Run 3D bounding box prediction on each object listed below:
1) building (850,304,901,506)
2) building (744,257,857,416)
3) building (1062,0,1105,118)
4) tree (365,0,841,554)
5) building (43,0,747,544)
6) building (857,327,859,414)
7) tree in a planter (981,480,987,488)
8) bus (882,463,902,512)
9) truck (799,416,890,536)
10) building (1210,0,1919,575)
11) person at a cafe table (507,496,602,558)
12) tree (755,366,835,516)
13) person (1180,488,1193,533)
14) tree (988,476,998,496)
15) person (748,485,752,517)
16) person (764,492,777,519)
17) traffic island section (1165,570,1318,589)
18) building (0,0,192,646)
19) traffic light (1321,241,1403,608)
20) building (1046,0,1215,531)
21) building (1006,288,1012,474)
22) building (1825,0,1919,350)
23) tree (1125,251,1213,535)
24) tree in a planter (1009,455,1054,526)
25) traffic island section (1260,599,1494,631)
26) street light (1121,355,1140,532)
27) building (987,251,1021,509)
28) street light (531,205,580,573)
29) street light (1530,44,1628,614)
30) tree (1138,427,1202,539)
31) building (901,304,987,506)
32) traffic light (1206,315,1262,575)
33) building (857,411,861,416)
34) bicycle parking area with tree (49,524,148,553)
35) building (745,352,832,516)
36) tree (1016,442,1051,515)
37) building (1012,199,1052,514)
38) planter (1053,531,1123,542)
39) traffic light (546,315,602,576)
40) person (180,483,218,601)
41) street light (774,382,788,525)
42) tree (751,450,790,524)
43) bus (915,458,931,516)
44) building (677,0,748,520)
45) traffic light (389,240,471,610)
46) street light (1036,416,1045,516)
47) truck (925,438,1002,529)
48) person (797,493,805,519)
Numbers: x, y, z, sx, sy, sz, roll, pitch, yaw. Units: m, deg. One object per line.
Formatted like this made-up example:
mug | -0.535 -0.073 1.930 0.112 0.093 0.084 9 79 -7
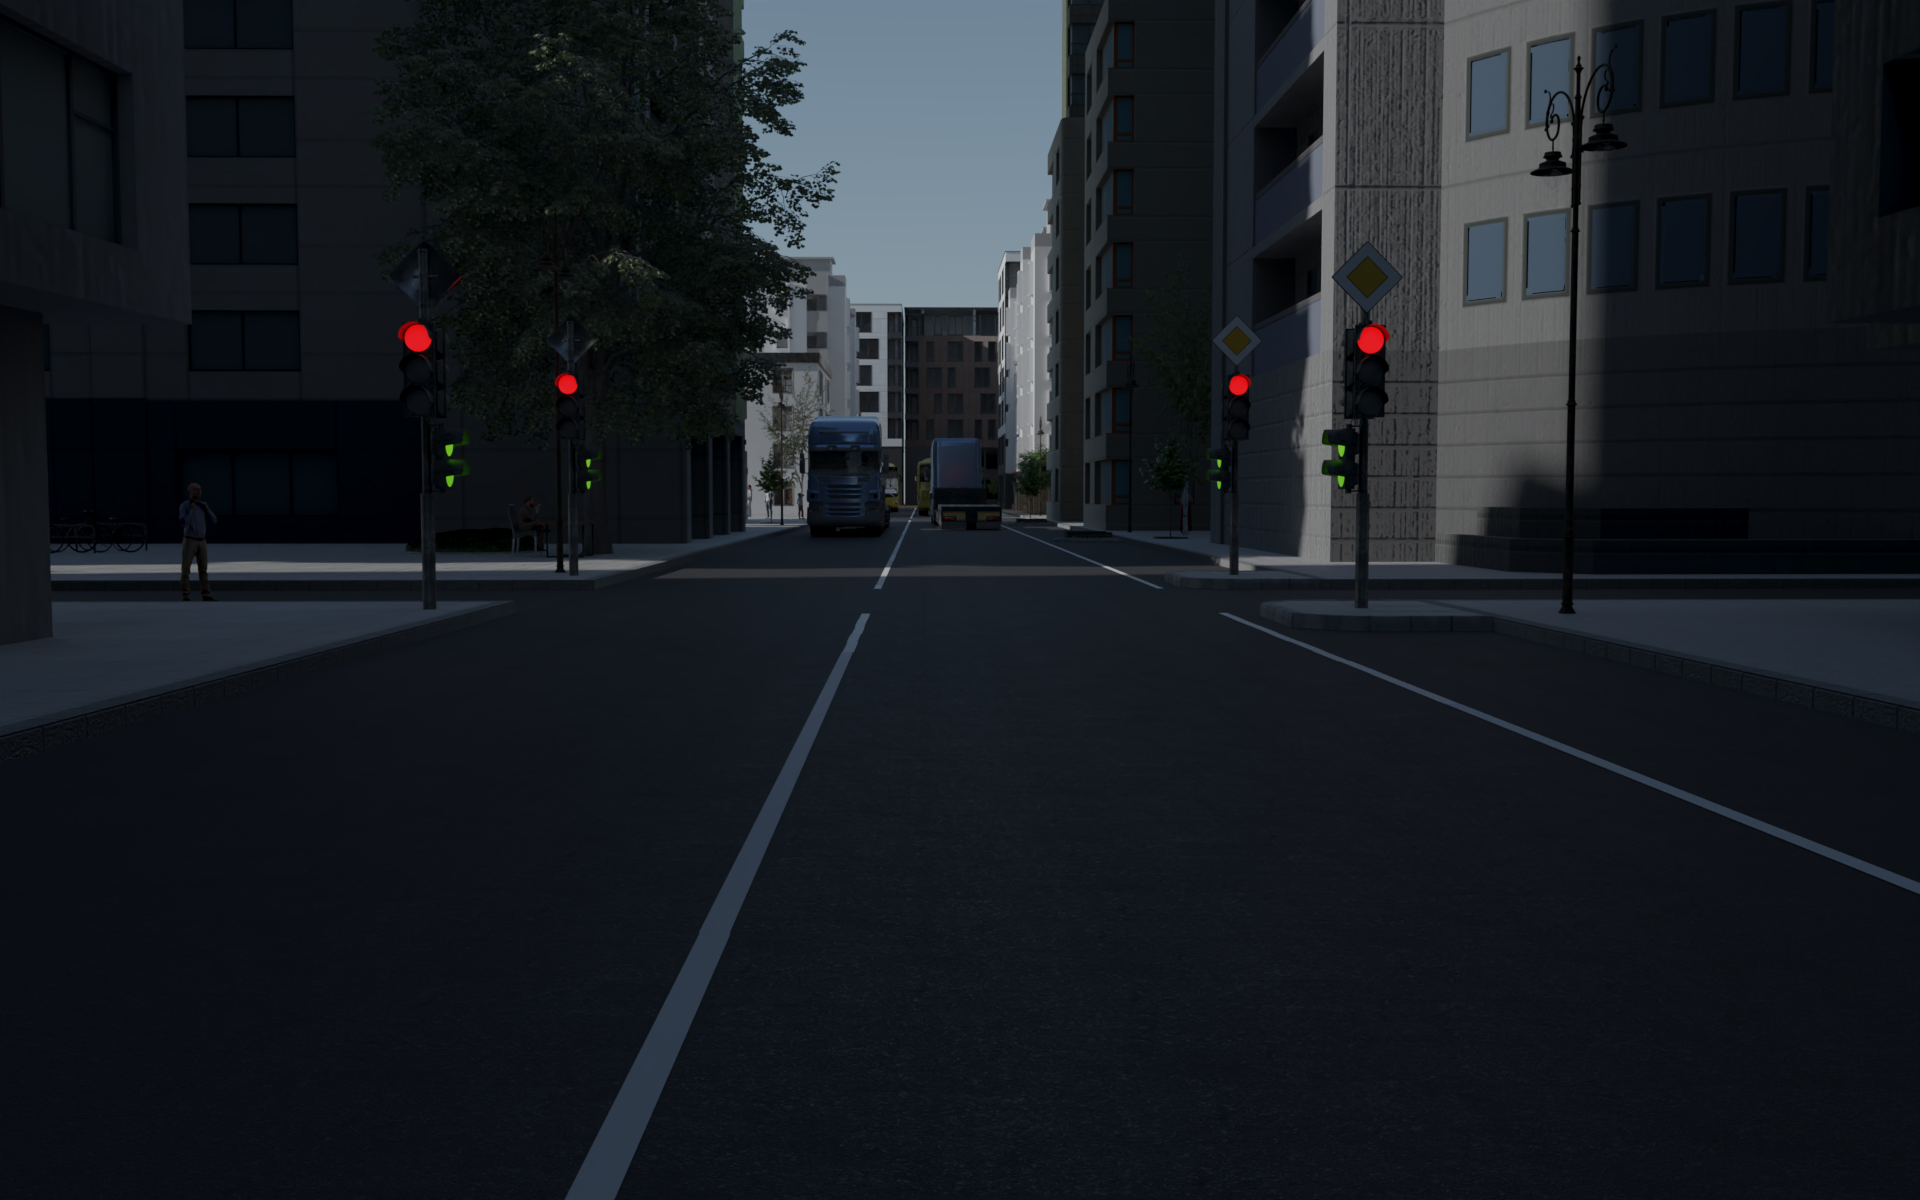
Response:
building | -22.828 -21.748 199.549 32.646 21.610 27.936 0 4 -1
building | -16.594 -17.101 136.026 16.016 20.091 11.380 0 4 -1
building | 12.436 -19.810 95.593 14.160 30.474 14.107 0 4 -1
tree | -7.681 -7.961 36.813 9.857 13.997 8.962 0 3 0
building | -17.468 -37.579 52.669 20.563 71.187 20.611 0 4 -1
building | -17.260 -18.542 159.584 16.016 20.091 11.380 0 4 -1
tree in a planter | 1.563 -9.749 156.610 1.991 3.239 1.994 0 4 -1
bus | -6.177 -9.082 140.044 2.896 3.916 12.252 0 4 -2
truck | -4.027 -4.648 65.750 2.967 4.110 18.799 0 4 -1
building | 20.880 -30.195 35.681 28.212 58.520 21.231 0 4 -1
person at a cafe table | -8.336 -1.501 35.408 1.726 1.238 1.698 0 4 -1
tree | -9.298 -9.089 98.968 4.360 8.622 3.978 0 3 0
person | 7.341 -2.923 56.305 0.387 1.526 0.523 -2 4 -27
tree | 3.639 -11.339 180.000 1.663 3.219 1.824 0 3 0
person | -11.902 -5.570 97.260 0.789 1.805 0.875 -1 4 -9
person | -9.832 -5.051 89.344 0.376 1.734 0.841 -3 4 -39
traffic island section | 4.374 -0.320 27.515 2.009 0.180 2.903 0 4 -1
building | -14.044 -20.024 10.985 14.086 41.232 14.154 0 4 -1
traffic light | 4.508 -1.865 19.417 0.839 4.253 0.868 0 4 -1
building | 18.595 -14.036 74.531 27.650 21.520 28.899 0 4 -1
building | 11.806 -17.362 140.294 16.016 20.091 11.380 0 4 -1
building | 14.419 -14.685 11.795 14.160 30.474 14.107 0 4 -1
tree | 7.234 -6.309 53.510 4.737 8.622 4.395 0 3 0
tree in a planter | 3.240 -5.020 79.292 1.991 3.239 1.994 0 4 -1
traffic island section | 4.548 0.168 19.532 2.009 0.180 2.903 0 4 -1
street light | 5.692 -5.205 57.886 0.468 5.910 1.993 0 4 -1
building | 17.379 -19.472 162.345 27.936 21.610 32.646 0 4 -1
street light | -6.526 -3.383 28.098 0.468 5.910 1.993 0 4 -1
street light | 6.526 -2.792 18.437 0.468 5.910 1.993 0 4 -1
tree | 6.068 -3.389 50.013 1.663 3.219 1.824 0 3 0
building | 9.992 -21.783 200.125 32.646 21.610 27.936 0 4 -1
traffic light | 4.334 -2.353 27.401 0.839 4.253 0.868 0 4 -1
building | -24.114 -14.198 174.285 28.070 9.664 9.099 0 4 -1
bicycle parking area with tree | -21.842 -3.002 36.084 9.016 4.147 8.231 1 4 23
building | -13.167 -10.678 116.727 9.099 9.664 28.070 0 4 -1
tree | 5.127 -7.638 108.598 4.285 4.588 4.351 0 3 0
building | 11.985 -15.945 117.121 16.016 20.091 11.380 0 4 -1
planter | 3.831 -1.915 52.444 1.991 0.319 1.994 0 4 -1
traffic light | -6.065 -2.339 27.159 0.839 4.253 0.868 0 4 -1
person | -9.971 -0.739 22.647 0.319 1.574 0.516 3 4 36
street light | -7.368 -6.040 71.546 0.468 5.910 1.993 0 4 -1
tree | -8.279 -4.909 74.862 1.663 3.219 1.824 0 3 0
bus | -1.641 -7.725 117.858 2.896 3.916 12.252 0 4 -1
building | -17.541 -24.177 78.889 14.154 41.232 14.086 0 4 -1
traffic light | -5.891 -1.850 19.176 0.839 4.253 0.868 0 4 -1
street light | 4.749 -7.917 102.223 0.468 5.910 1.993 0 4 -1
truck | 0.068 -5.399 78.025 2.967 4.110 18.799 0 4 -2
person | -8.082 -4.790 88.261 0.340 1.345 0.435 1 4 22
